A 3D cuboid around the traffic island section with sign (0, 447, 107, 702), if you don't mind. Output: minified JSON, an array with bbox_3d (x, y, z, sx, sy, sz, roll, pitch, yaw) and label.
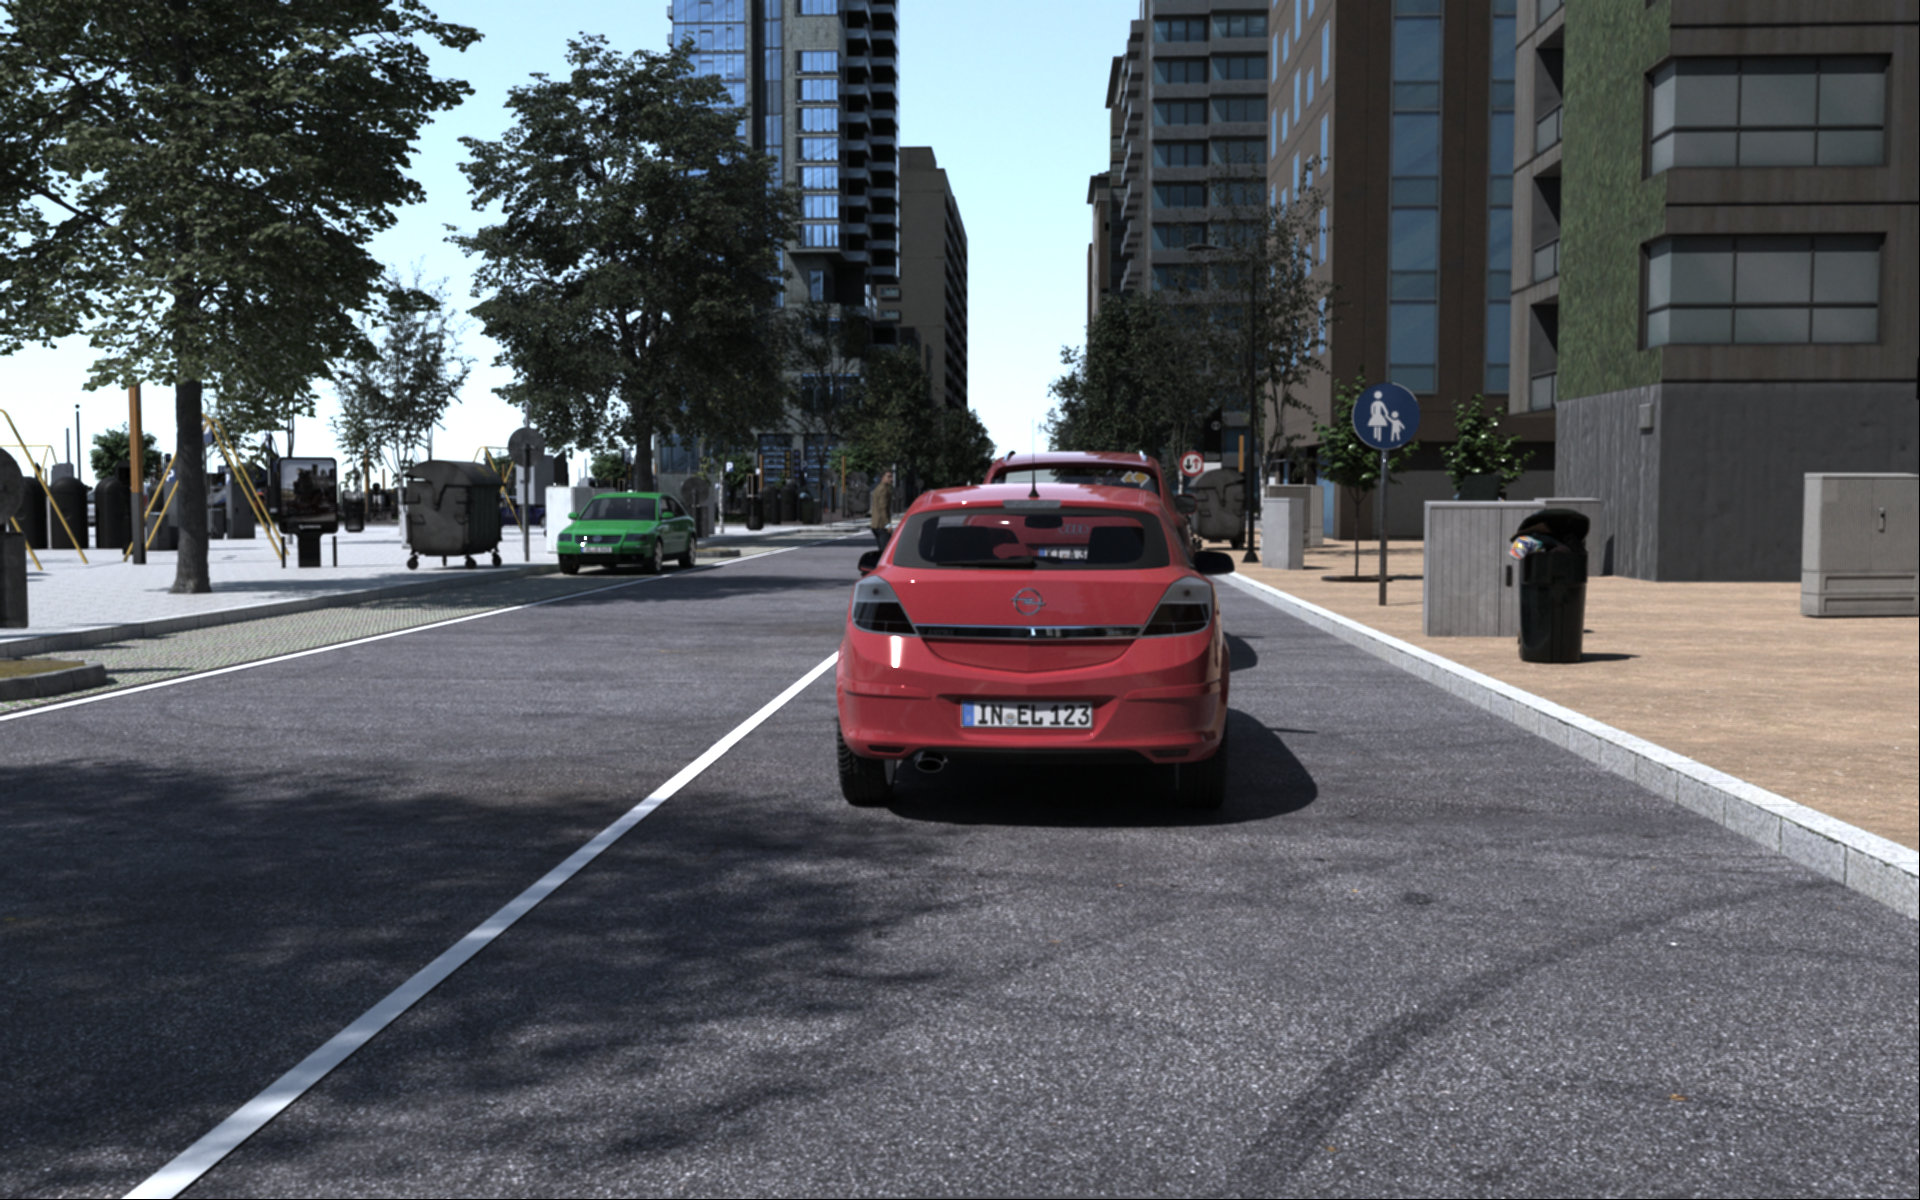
[{"bbox_3d":[-7.392,-0.236,12.486,1.989,1.847,2.006,0,4,3],"label":"traffic island section with sign"}]

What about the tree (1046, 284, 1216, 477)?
[{"bbox_3d":[9.505,-10.883,94.942,9.611,12.733,9.660,0,3,0],"label":"tree"}]

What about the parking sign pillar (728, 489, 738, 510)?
[{"bbox_3d":[-18.949,-9.428,142.615,1.447,3.967,1.447,1,4,11],"label":"parking sign pillar"}]

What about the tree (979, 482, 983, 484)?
[{"bbox_3d":[1.599,-17.753,240.627,4.737,8.622,4.395,0,3,0],"label":"tree"}]

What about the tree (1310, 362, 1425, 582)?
[{"bbox_3d":[6.007,-1.893,25.560,1.663,3.219,1.824,0,3,0],"label":"tree"}]

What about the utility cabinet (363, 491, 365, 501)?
[{"bbox_3d":[-47.400,-7.920,138.174,0.318,1.500,1.173,-1,4,-13],"label":"utility cabinet"}]

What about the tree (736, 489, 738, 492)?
[{"bbox_3d":[-19.322,-9.186,144.785,1.663,3.219,1.824,0,3,0],"label":"tree"}]

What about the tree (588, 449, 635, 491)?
[{"bbox_3d":[-23.566,-8.180,117.449,4.285,4.588,4.351,0,3,0],"label":"tree"}]

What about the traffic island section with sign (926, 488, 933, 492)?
[{"bbox_3d":[-2.045,-6.935,122.022,1.989,1.847,2.006,0,4,3],"label":"traffic island section with sign"}]

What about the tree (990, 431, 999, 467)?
[{"bbox_3d":[0.695,-18.664,222.158,9.611,12.733,9.660,0,3,0],"label":"tree"}]

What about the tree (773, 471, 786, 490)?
[{"bbox_3d":[-12.849,-8.154,127.926,1.663,3.219,1.824,0,3,0],"label":"tree"}]

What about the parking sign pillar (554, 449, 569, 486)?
[{"bbox_3d":[-24.323,-7.112,104.755,1.447,3.967,1.447,1,4,17],"label":"parking sign pillar"}]

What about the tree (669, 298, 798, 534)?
[{"bbox_3d":[-7.626,-6.477,56.269,4.737,8.622,4.395,0,3,0],"label":"tree"}]

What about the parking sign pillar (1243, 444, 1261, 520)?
[{"bbox_3d":[14.121,-5.932,85.459,1.447,3.967,1.447,2,4,25],"label":"parking sign pillar"}]

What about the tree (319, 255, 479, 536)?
[{"bbox_3d":[-17.344,-6.284,53.112,4.360,8.622,3.978,0,3,0],"label":"tree"}]

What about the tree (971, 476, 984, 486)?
[{"bbox_3d":[2.953,-17.641,272.139,4.285,4.588,4.351,0,3,0],"label":"tree"}]

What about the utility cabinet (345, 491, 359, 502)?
[{"bbox_3d":[-51.323,-8.417,146.299,1.173,1.500,0.318,-1,4,-14],"label":"utility cabinet"}]

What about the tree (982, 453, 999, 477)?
[{"bbox_3d":[4.287,-22.615,304.171,8.767,10.594,7.601,0,4,6],"label":"tree"}]

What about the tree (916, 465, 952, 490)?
[{"bbox_3d":[-2.356,-10.683,158.379,4.285,4.588,4.351,0,3,0],"label":"tree"}]

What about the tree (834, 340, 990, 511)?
[{"bbox_3d":[-4.674,-13.003,129.604,9.611,12.733,9.660,0,3,0],"label":"tree"}]

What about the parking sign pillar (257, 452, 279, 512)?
[{"bbox_3d":[-39.723,-6.886,101.057,1.447,3.967,1.447,1,4,13],"label":"parking sign pillar"}]

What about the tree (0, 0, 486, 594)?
[{"bbox_3d":[-10.168,-6.382,22.471,7.486,12.596,7.792,0,3,0],"label":"tree"}]

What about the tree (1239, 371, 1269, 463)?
[{"bbox_3d":[18.799,-9.347,103.192,4.737,8.622,4.395,0,3,0],"label":"tree"}]

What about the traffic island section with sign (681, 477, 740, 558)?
[{"bbox_3d":[-6.069,-1.883,39.409,1.989,1.847,2.006,0,4,3],"label":"traffic island section with sign"}]

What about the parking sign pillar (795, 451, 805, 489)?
[{"bbox_3d":[-10.140,-7.380,109.130,1.447,3.967,1.447,-1,4,-19],"label":"parking sign pillar"}]

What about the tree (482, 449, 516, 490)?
[{"bbox_3d":[-33.391,-8.701,125.968,4.285,4.588,4.351,0,3,0],"label":"tree"}]

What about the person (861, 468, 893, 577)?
[{"bbox_3d":[-1.227,-1.149,27.194,0.656,1.842,0.836,3,5,40],"label":"person"}]

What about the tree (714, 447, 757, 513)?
[{"bbox_3d":[-15.538,-8.347,120.192,4.285,4.588,4.351,0,3,0],"label":"tree"}]

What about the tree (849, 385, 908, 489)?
[{"bbox_3d":[-5.242,-10.044,114.577,4.737,8.622,4.395,0,3,0],"label":"tree"}]

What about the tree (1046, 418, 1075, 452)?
[{"bbox_3d":[15.064,-19.126,230.829,7.486,12.596,7.792,0,3,0],"label":"tree"}]

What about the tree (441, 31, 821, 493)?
[{"bbox_3d":[-8.699,-8.575,46.849,9.857,13.997,8.962,0,3,0],"label":"tree"}]

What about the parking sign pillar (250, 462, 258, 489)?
[{"bbox_3d":[-55.636,-9.123,137.627,1.447,3.967,1.447,-2,4,-27],"label":"parking sign pillar"}]

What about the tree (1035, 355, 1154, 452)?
[{"bbox_3d":[11.233,-13.941,138.313,12.009,13.543,11.850,0,3,0],"label":"tree"}]

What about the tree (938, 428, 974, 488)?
[{"bbox_3d":[-0.854,-14.681,190.394,4.737,8.622,4.395,0,3,0],"label":"tree"}]

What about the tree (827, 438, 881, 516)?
[{"bbox_3d":[-6.200,-7.211,101.615,4.285,4.588,4.351,0,3,0],"label":"tree"}]

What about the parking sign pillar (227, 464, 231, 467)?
[{"bbox_3d":[-60.929,-9.607,145.547,1.447,3.967,1.447,-3,4,-36],"label":"parking sign pillar"}]

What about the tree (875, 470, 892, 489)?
[{"bbox_3d":[-6.552,-11.564,139.439,4.360,8.622,3.978,0,3,0],"label":"tree"}]

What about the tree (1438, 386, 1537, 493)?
[{"bbox_3d":[8.989,-2.192,30.442,1.663,3.219,1.824,0,3,0],"label":"tree"}]

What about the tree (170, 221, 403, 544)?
[{"bbox_3d":[-17.370,-5.730,44.047,4.737,8.622,4.395,0,3,0],"label":"tree"}]

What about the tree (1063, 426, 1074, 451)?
[{"bbox_3d":[12.465,-13.853,176.850,4.737,8.622,4.395,0,3,0],"label":"tree"}]

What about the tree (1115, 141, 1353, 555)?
[{"bbox_3d":[6.197,-5.224,35.779,4.360,8.622,3.978,0,3,0],"label":"tree"}]

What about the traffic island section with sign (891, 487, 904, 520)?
[{"bbox_3d":[-3.365,-5.289,95.099,1.989,1.847,2.006,0,4,3],"label":"traffic island section with sign"}]

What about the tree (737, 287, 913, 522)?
[{"bbox_3d":[-6.461,-8.829,78.769,8.767,10.594,7.601,0,4,-6],"label":"tree"}]

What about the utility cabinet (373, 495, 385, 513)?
[{"bbox_3d":[-40.490,-6.701,120.716,1.020,1.237,0.306,3,5,42],"label":"utility cabinet"}]

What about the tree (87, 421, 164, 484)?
[{"bbox_3d":[-37.309,-5.729,77.390,4.285,4.588,4.351,0,3,0],"label":"tree"}]

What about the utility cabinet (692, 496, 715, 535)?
[{"bbox_3d":[-8.096,-2.660,54.649,0.306,1.237,1.020,1,4,20],"label":"utility cabinet"}]
